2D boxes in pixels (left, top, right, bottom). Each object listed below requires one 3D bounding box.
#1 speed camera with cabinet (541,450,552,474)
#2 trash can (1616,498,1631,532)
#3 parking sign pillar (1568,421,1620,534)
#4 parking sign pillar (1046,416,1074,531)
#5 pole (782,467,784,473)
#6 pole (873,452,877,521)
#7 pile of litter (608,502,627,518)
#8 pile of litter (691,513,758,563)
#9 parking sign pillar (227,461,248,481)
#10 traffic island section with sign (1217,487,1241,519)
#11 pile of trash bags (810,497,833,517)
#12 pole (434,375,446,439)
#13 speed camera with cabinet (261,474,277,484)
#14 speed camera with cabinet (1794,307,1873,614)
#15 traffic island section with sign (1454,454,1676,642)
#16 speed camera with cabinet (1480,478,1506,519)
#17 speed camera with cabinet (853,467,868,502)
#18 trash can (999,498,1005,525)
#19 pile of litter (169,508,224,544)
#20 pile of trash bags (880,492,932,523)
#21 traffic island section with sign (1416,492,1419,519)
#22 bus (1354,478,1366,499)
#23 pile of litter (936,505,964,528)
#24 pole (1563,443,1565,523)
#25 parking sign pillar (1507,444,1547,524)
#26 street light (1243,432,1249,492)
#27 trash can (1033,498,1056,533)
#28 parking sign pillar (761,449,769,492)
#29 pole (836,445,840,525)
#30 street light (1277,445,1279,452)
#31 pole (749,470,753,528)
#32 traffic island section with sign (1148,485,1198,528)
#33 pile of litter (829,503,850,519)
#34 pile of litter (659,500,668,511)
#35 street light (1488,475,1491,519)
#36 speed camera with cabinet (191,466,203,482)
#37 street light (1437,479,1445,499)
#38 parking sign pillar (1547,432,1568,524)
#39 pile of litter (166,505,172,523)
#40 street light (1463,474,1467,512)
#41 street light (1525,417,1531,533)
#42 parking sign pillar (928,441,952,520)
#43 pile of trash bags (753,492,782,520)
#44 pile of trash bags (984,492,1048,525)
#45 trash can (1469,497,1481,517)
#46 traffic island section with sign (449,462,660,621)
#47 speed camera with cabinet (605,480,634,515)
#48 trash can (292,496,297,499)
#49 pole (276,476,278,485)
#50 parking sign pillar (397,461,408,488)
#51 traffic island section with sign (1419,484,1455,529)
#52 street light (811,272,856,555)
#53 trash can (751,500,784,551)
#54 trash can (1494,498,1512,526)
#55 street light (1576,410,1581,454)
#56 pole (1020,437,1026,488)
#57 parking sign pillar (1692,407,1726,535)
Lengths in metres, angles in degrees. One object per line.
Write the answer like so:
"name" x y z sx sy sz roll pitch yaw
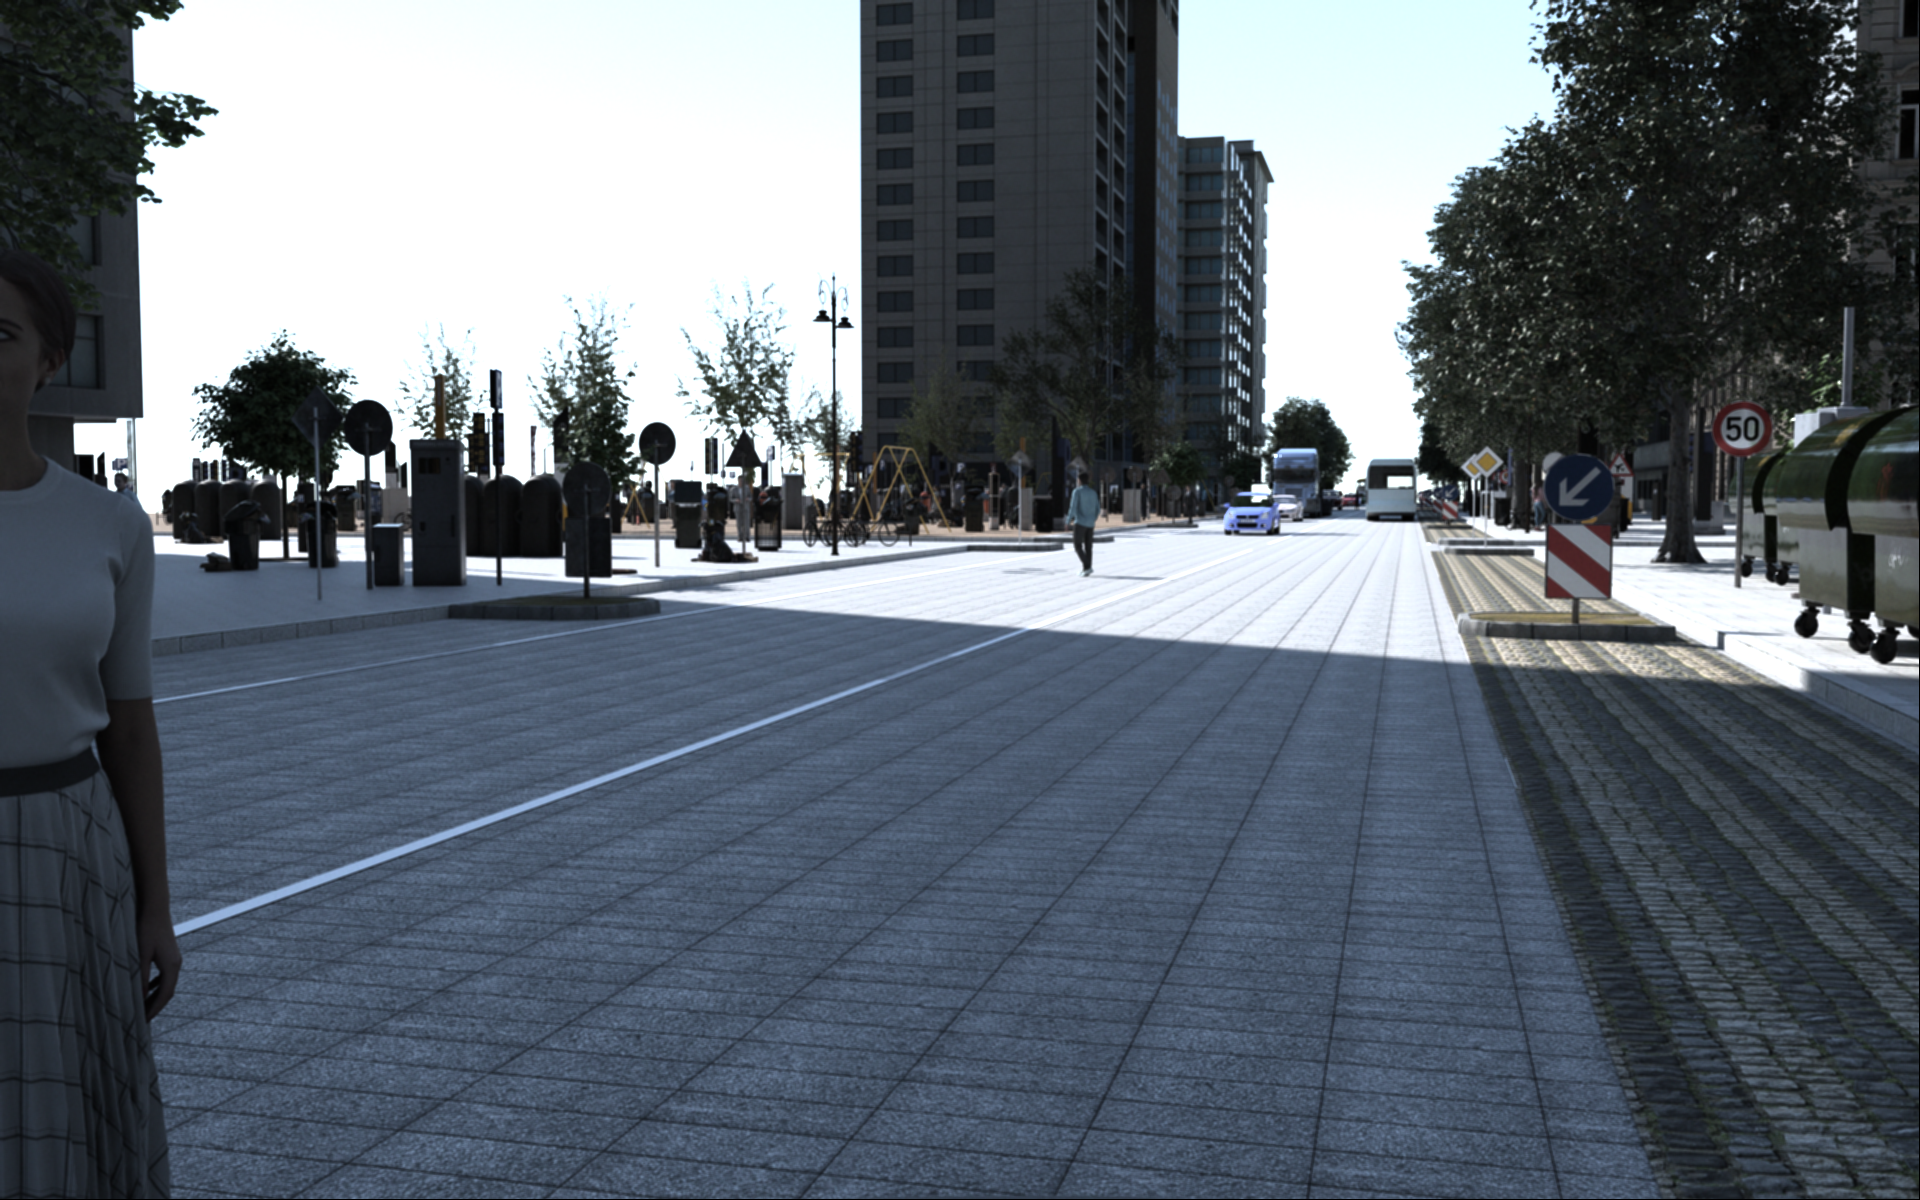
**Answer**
"speed camera with cabinet" -17.994 -4.949 75.254 0.660 3.252 2.038 0 4 -1
"trash can" 22.214 -2.862 58.446 0.748 1.137 0.748 0 3 0
"parking sign pillar" 20.656 -4.139 56.145 1.447 3.967 1.447 1 4 23
"parking sign pillar" 3.548 -4.413 60.627 1.447 3.967 1.447 1 4 15
"pole" -13.254 -8.289 129.360 0.158 3.312 0.155 0 3 0
"pole" -4.124 -5.513 83.974 0.158 3.312 0.155 0 3 0
"pile of litter" -19.247 -5.242 99.667 1.176 0.858 1.719 3 4 37
"pile of litter" -4.490 -1.159 32.918 1.176 0.858 1.719 -2 4 -24
"parking sign pillar" -52.325 -8.378 125.455 1.447 3.967 1.447 0 4 -3
"traffic island section with sign" 15.958 -5.605 100.276 1.989 1.847 2.006 1 4 14
"pile of trash bags" -6.863 -5.389 97.870 3.447 1.369 1.912 0 4 0
"pole" -8.957 -2.205 29.902 0.158 3.312 0.155 0 3 0
"speed camera with cabinet" -31.352 -5.176 78.958 0.660 3.252 2.038 -2 4 -32
"speed camera with cabinet" 10.095 -1.486 18.630 2.038 3.252 0.660 0 4 -2
"traffic island section with sign" 6.166 -0.561 17.799 1.989 1.847 2.006 1 4 14
"speed camera with cabinet" 28.149 -5.888 90.602 0.660 3.252 2.038 -2 4 -25
"speed camera with cabinet" -7.461 -8.038 125.754 2.038 3.252 0.660 1 4 18
"trash can" 1.532 -3.639 71.154 0.748 1.137 0.748 0 3 0
"pile of litter" -19.803 -1.904 45.094 1.176 0.858 1.719 -2 4 -29
"pile of trash bags" -2.167 -4.111 76.966 1.912 1.369 3.447 2 4 25
"traffic island section with sign" 26.788 -5.427 97.358 1.989 1.847 2.006 1 4 14
"bus" 62.271 -16.783 265.948 2.896 3.916 12.252 1 4 15
"pile of litter" -0.439 -3.240 66.940 1.176 0.858 1.719 2 4 28
"pole" 24.241 -4.640 69.700 0.158 3.312 0.155 0 3 0
"parking sign pillar" 23.838 -5.215 73.745 1.447 3.967 1.447 -1 4 -12
"street light" 20.917 -9.429 126.957 0.468 5.910 1.993 1 4 14
"trash can" 2.807 -2.815 57.684 0.748 1.137 0.748 0 3 0
"parking sign pillar" -11.619 -7.023 103.294 1.447 3.967 1.447 0 4 -7
"pole" -5.086 -4.770 71.839 0.158 3.312 0.155 0 3 0
"street light" 29.137 -11.376 158.780 0.468 5.910 1.993 1 4 14
"pole" -7.945 -4.390 65.625 0.158 3.312 0.155 0 3 0
"traffic island section with sign" 9.128 -3.992 73.890 1.989 1.847 2.006 1 4 14
"pile of litter" -6.272 -4.606 89.266 1.176 0.858 1.719 2 4 27
"pile of litter" -23.273 -7.334 133.874 1.719 0.858 1.176 2 4 26
"street light" 27.111 -7.080 88.550 0.468 5.910 1.993 1 4 14
"speed camera with cabinet" -46.193 -6.816 105.775 2.038 3.252 0.660 2 4 26
"street light" 58.867 -14.610 211.665 0.468 5.910 1.993 1 4 14
"parking sign pillar" 25.556 -5.189 73.309 1.447 3.967 1.447 1 4 14
"pile of litter" -35.028 -3.899 77.719 1.176 0.858 1.719 0 4 -1
"street light" 38.196 -9.688 131.187 0.468 5.910 1.993 1 4 14
"street light" 18.661 -5.137 56.786 0.468 5.910 1.993 1 4 14
"parking sign pillar" -1.002 -6.080 87.873 1.447 3.967 1.447 -3 5 -42
"pile of trash bags" -9.515 -4.615 85.205 1.912 1.369 3.447 0 4 -2
"pile of trash bags" 2.628 -3.887 73.303 3.447 1.369 1.912 -1 4 -14
"trash can" 29.086 -5.271 97.829 0.748 1.137 0.748 0 3 0
"traffic island section with sign" -4.683 -0.733 20.611 1.989 1.847 2.006 1 4 14
"speed camera with cabinet" -21.311 -6.923 107.521 2.038 3.252 0.660 0 4 -2
"trash can" -42.485 -6.088 111.196 0.748 1.137 0.748 0 3 0
"pole" -40.335 -6.626 102.174 0.158 3.312 0.155 0 3 0
"parking sign pillar" -45.177 -9.240 139.543 1.447 3.967 1.447 3 5 41
"traffic island section with sign" 20.035 -3.831 71.259 1.989 1.847 2.006 1 4 14
"street light" -2.624 -3.876 36.165 0.468 5.910 1.993 1 4 14
"trash can" -4.327 -1.674 39.024 0.748 1.137 0.748 0 3 0
"trash can" 21.964 -3.575 70.105 0.748 1.137 0.748 0 3 0
"street light" 14.537 -4.152 40.667 0.468 5.910 1.993 1 4 14
"pole" 2.254 -4.180 62.187 0.158 3.312 0.155 0 3 0
"parking sign pillar" 23.282 -4.028 54.324 1.447 3.967 1.447 1 4 16
